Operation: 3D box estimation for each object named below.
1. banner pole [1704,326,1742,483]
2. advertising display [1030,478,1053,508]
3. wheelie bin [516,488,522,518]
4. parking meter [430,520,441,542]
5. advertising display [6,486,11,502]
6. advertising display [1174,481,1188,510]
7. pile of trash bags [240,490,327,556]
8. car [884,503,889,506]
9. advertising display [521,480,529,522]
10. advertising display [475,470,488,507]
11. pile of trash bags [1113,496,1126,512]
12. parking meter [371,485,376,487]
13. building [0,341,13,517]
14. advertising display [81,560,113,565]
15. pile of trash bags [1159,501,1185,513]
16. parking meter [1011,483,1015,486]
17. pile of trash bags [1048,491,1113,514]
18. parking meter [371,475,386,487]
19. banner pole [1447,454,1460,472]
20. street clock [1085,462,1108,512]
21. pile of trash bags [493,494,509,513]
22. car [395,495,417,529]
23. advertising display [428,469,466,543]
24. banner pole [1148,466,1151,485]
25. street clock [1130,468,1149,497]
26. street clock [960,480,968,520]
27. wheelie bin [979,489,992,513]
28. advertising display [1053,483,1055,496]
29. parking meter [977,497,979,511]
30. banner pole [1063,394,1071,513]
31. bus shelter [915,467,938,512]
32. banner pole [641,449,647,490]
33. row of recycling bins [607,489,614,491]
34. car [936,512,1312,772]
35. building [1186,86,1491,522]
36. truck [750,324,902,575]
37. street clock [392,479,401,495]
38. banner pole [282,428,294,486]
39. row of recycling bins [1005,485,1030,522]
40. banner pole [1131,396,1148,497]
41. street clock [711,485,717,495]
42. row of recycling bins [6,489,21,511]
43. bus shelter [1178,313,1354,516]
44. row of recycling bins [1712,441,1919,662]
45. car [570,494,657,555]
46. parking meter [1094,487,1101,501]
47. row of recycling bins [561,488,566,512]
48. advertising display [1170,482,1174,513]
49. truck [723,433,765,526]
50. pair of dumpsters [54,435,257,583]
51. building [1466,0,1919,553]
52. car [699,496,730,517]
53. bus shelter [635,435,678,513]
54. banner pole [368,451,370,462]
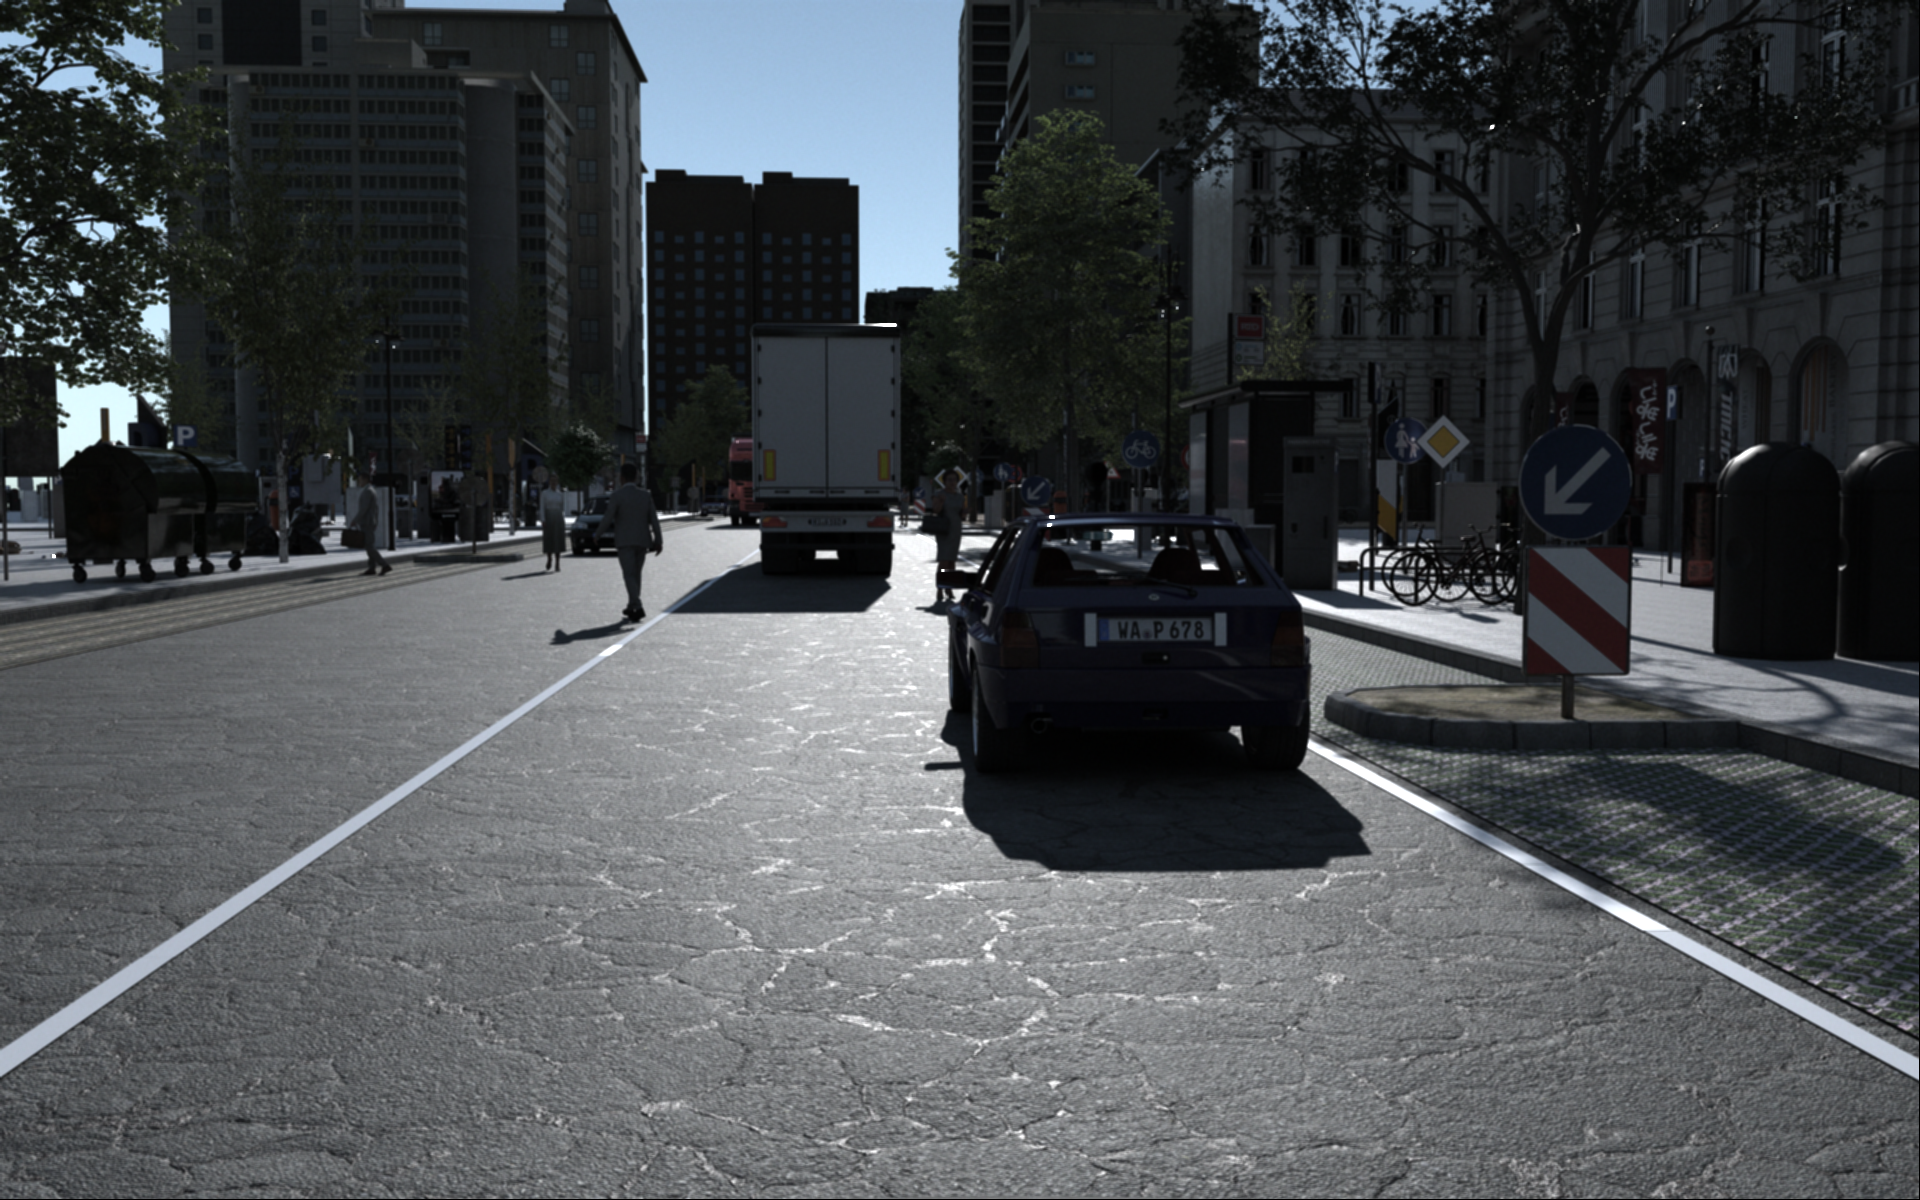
[{"bbox_3d":[11.274,-2.186,25.762,0.401,3.779,0.863,-1,4,-17],"label":"banner pole"},{"bbox_3d":[3.246,-3.959,69.936,0.974,1.923,0.123,3,5,41],"label":"advertising display"},{"bbox_3d":[-23.290,-5.089,91.109,0.693,1.594,0.980,-1,4,-10],"label":"wheelie bin"},{"bbox_3d":[-13.996,-2.487,46.368,0.399,1.863,0.255,3,4,38],"label":"parking meter"},{"bbox_3d":[-73.006,-7.766,132.193,0.974,1.923,0.123,-2,4,-34],"label":"advertising display"},{"bbox_3d":[11.277,-5.009,87.108,0.123,1.923,0.974,-3,5,-40],"label":"advertising display"},{"bbox_3d":[-14.826,-1.705,37.635,1.912,1.369,3.447,-1,4,-22],"label":"pile of trash bags"},{"bbox_3d":[-4.125,-3.834,74.491,2.131,1.459,4.920,0,4,-3],"label":"car"},{"bbox_3d":[-19.908,-4.534,79.348,0.123,1.923,0.974,-2,4,-28],"label":"advertising display"},{"bbox_3d":[-12.928,-2.545,46.825,0.123,1.923,0.974,0,4,-2],"label":"advertising display"},{"bbox_3d":[8.146,-5.501,99.688,1.912,1.369,3.447,-2,4,-30],"label":"pile of trash bags"},{"bbox_3d":[-15.642,-2.288,45.823,0.372,1.533,0.369,0,3,0],"label":"parking meter"},{"bbox_3d":[-35.261,-12.494,40.428,21.152,22.565,11.583,0,4,-4],"label":"building"},{"bbox_3d":[-15.721,-1.621,31.725,0.123,1.923,0.974,1,4,21],"label":"advertising display"},{"bbox_3d":[7.614,-2.684,53.640,3.447,1.369,1.912,-2,4,-35],"label":"pile of trash bags"},{"bbox_3d":[2.856,-5.280,92.045,0.255,1.863,0.399,0,4,0],"label":"parking meter"},{"bbox_3d":[3.090,-2.404,49.063,1.912,1.369,3.447,1,4,12],"label":"pile of trash bags"},{"bbox_3d":[-17.431,-2.832,52.018,0.399,1.863,0.255,-3,4,-38],"label":"parking meter"},{"bbox_3d":[22.511,-5.456,79.220,0.863,3.779,0.401,-1,4,-21],"label":"banner pole"},{"bbox_3d":[3.085,-2.118,39.206,0.471,2.002,0.358,-2,4,-24],"label":"street clock"},{"bbox_3d":[-32.397,-6.832,121.459,1.912,1.369,3.447,-3,4,-37],"label":"pile of trash bags"},{"bbox_3d":[-19.895,-3.130,63.175,4.499,1.417,2.014,0,4,-3],"label":"car"},{"bbox_3d":[-13.434,-2.457,45.381,0.974,1.923,0.123,-3,5,-39],"label":"advertising display"},{"bbox_3d":[6.523,-4.335,60.892,0.401,3.779,0.863,-1,4,-19],"label":"banner pole"},{"bbox_3d":[4.789,-2.547,46.214,0.471,2.002,0.358,1,4,14],"label":"street clock"},{"bbox_3d":[0.170,-4.944,85.402,0.358,2.002,0.471,2,4,28],"label":"street clock"},{"bbox_3d":[1.699,-6.685,117.215,0.980,1.594,0.693,-3,4,-38],"label":"wheelie bin"},{"bbox_3d":[4.955,-5.709,98.559,0.974,1.923,0.123,-2,4,-32],"label":"advertising display"},{"bbox_3d":[1.290,-7.571,129.496,0.399,1.863,0.255,-1,4,-18],"label":"parking meter"},{"bbox_3d":[2.681,-3.277,43.591,0.401,3.779,0.863,-1,4,-9],"label":"banner pole"},{"bbox_3d":[-2.068,-7.916,123.356,2.014,3.302,5.546,0,4,-4],"label":"bus shelter"},{"bbox_3d":[-17.601,-6.520,96.614,0.401,3.779,0.863,-3,4,-36],"label":"banner pole"},{"bbox_3d":[-26.037,-7.514,129.969,3.534,1.692,1.069,3,4,36],"label":"row of recycling bins"},{"bbox_3d":[0.849,0.139,10.300,1.945,1.354,3.894,0,4,-3],"label":"car"},{"bbox_3d":[21.006,-14.421,84.930,18.267,20.994,9.793,0,4,-4],"label":"building"},{"bbox_3d":[-2.652,-2.770,34.196,2.839,4.237,11.283,0,4,-5],"label":"truck"},{"bbox_3d":[-27.842,-4.953,85.551,0.471,2.002,0.358,-1,4,-12],"label":"street clock"},{"bbox_3d":[-25.638,-4.657,66.155,0.863,3.779,0.401,0,4,6],"label":"banner pole"},{"bbox_3d":[2.820,-4.440,79.713,1.069,1.692,3.534,-1,4,-10],"label":"row of recycling bins"},{"bbox_3d":[4.475,-3.331,44.483,0.401,3.779,0.863,0,4,-5],"label":"banner pole"},{"bbox_3d":[-20.098,-8.374,141.476,0.358,2.002,0.471,2,4,29],"label":"street clock"},{"bbox_3d":[-71.151,-7.481,129.430,1.069,1.692,3.534,3,5,41],"label":"row of recycling bins"},{"bbox_3d":[5.913,-3.578,36.137,2.179,5.291,8.768,0,4,-4],"label":"bus shelter"},{"bbox_3d":[7.797,-0.395,13.578,3.534,1.692,1.069,0,4,2],"label":"row of recycling bins"},{"bbox_3d":[-8.372,-1.981,42.178,2.009,1.686,4.222,0,4,-3],"label":"car"},{"bbox_3d":[9.037,-6.602,113.658,0.399,1.863,0.255,2,4,29],"label":"parking meter"},{"bbox_3d":[-29.607,-7.447,128.875,1.069,1.692,3.534,-1,4,-11],"label":"row of recycling bins"},{"bbox_3d":[11.367,-5.383,93.232,0.123,1.923,0.974,2,4,30],"label":"advertising display"},{"bbox_3d":[-9.291,-5.653,81.337,2.839,4.237,11.283,0,4,-3],"label":"truck"},{"bbox_3d":[-12.430,-1.497,26.962,1.574,2.255,4.437,0,4,-4],"label":"pair of dumpsters"},{"bbox_3d":[21.444,-11.957,37.303,13.314,21.916,24.055,0,4,-4],"label":"building"},{"bbox_3d":[-15.516,-5.950,109.859,1.945,1.354,3.894,0,4,-4],"label":"car"},{"bbox_3d":[-21.107,-8.728,120.342,2.179,5.291,8.768,0,4,-4],"label":"bus shelter"},{"bbox_3d":[-34.439,-6.815,101.444,0.401,3.779,0.863,1,4,12],"label":"banner pole"}]
